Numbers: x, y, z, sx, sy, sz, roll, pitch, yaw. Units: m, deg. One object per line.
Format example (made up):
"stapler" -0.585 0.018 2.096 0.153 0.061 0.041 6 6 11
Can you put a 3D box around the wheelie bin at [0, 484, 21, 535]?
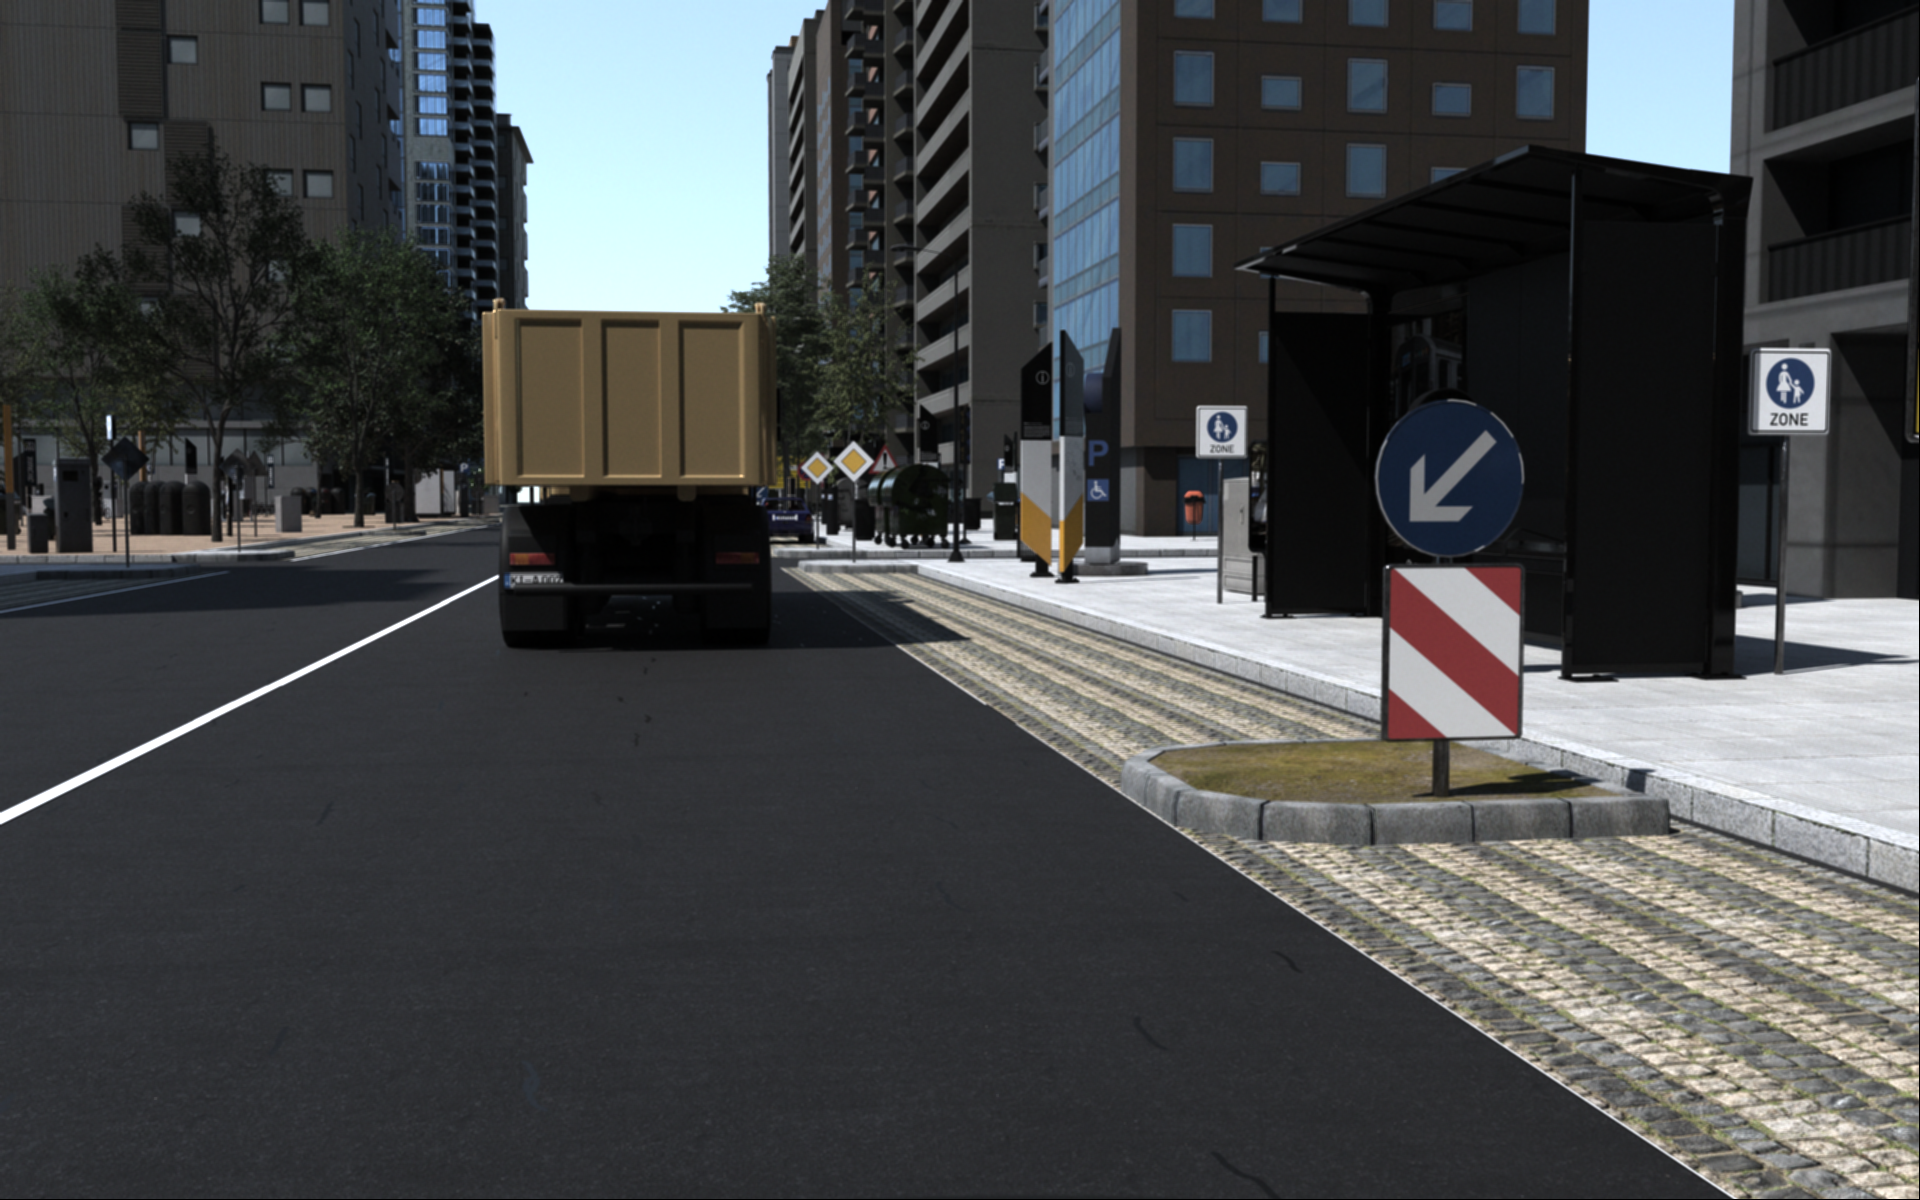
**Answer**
"wheelie bin" -30.059 -2.852 54.546 0.693 1.594 0.980 0 4 -5

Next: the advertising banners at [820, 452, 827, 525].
"advertising banners" -5.441 -4.646 72.146 0.090 3.025 2.074 -2 4 -28

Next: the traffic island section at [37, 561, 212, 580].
"traffic island section" -14.576 -0.490 30.295 2.009 0.180 2.903 -1 4 -10

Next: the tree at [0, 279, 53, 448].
"tree" -32.415 -6.562 57.644 4.737 8.622 4.395 0 3 0

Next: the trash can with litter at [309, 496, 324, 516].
"trash can with litter" -37.418 -5.459 100.634 0.624 1.170 1.055 0 4 1

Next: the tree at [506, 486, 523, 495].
"tree" -34.364 -8.524 133.974 1.663 3.219 1.824 0 3 0

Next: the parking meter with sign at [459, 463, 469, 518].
"parking meter with sign" -27.342 -6.070 95.498 0.543 3.016 1.738 -1 4 -15

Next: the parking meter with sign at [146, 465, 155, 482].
"parking meter with sign" -47.889 -6.496 102.467 0.543 3.016 1.738 -2 4 -26

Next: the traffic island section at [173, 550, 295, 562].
"traffic island section" -15.902 -0.972 38.169 2.009 0.180 2.903 -1 4 -10

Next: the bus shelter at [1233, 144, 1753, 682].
"bus shelter" 4.152 -1.444 14.887 1.731 3.624 6.357 -1 4 -10

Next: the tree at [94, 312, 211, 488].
"tree" -30.972 -7.087 66.240 4.737 8.622 4.395 0 3 0

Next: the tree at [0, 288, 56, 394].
"tree" -29.413 -6.172 51.277 4.360 8.622 3.978 0 3 0

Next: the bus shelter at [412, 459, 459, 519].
"bus shelter" -28.373 -6.065 93.091 2.014 3.302 5.546 -1 4 -10

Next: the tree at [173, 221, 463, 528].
"tree" -22.939 -8.575 65.962 9.928 11.665 9.643 0 3 0

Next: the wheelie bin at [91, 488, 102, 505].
"wheelie bin" -47.634 -5.331 95.072 0.693 1.594 0.980 2 4 26

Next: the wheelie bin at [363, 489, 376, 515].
"wheelie bin" -35.736 -5.916 104.634 0.980 1.594 0.693 1 4 9

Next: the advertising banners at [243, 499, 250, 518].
"advertising banners" -39.137 -6.058 95.228 0.090 3.025 2.074 0 4 -7

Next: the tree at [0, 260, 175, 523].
"tree" -39.260 -9.321 78.153 9.928 11.665 9.643 0 3 0

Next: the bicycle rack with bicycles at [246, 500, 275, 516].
"bicycle rack with bicycles" -41.627 -5.480 102.986 2.852 0.926 2.925 3 5 41

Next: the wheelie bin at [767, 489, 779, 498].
"wheelie bin" -10.129 -5.163 92.324 0.980 1.594 0.693 -3 4 -37

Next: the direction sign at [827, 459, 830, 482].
"direction sign" -8.171 -7.357 112.287 0.876 3.537 0.379 0 4 -1

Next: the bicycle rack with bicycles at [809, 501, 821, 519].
"bicycle rack with bicycles" -7.028 -5.354 100.919 2.925 0.926 2.852 -1 4 -11

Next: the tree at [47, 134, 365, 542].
"tree" -19.923 -6.816 45.856 8.767 10.594 7.601 -1 4 -10

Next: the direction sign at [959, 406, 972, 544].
"direction sign" 0.121 -3.229 44.799 0.379 3.537 0.876 1 4 18

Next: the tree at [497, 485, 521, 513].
"tree" -31.273 -10.236 117.728 4.737 8.622 4.395 0 3 0

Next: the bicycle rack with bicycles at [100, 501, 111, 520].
"bicycle rack with bicycles" -43.611 -4.413 85.530 2.852 0.926 2.925 -3 5 -44

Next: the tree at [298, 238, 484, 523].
"tree" -24.831 -9.852 78.086 9.611 12.733 9.660 0 3 0

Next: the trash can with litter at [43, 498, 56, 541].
"trash can with litter" -24.842 -2.226 47.790 1.055 1.170 0.624 3 5 42

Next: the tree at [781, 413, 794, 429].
"tree" -16.671 -13.563 132.122 12.009 13.543 11.850 0 3 0

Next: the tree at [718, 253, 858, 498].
"tree" -8.381 -10.007 81.746 7.486 12.596 7.792 0 3 0

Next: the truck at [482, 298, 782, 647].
"truck" -3.615 -1.474 20.023 3.469 3.379 9.791 -1 4 -9

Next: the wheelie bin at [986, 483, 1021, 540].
"wheelie bin" 1.210 -2.461 48.142 0.980 1.594 0.693 0 4 -6

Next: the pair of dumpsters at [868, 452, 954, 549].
"pair of dumpsters" -1.206 -2.418 42.020 1.574 2.255 4.437 -1 4 -10

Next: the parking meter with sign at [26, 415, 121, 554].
"parking meter with sign" -19.386 -2.540 37.791 1.738 3.016 0.543 -3 4 -37

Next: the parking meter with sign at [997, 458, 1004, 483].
"parking meter with sign" 2.258 -5.455 85.452 0.543 3.016 1.738 1 4 12

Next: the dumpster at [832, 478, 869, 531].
"dumpster" -3.816 -3.338 60.333 1.264 1.857 1.865 -1 4 -10

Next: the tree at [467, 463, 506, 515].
"tree" -29.657 -6.907 107.535 1.663 3.219 1.824 0 3 0

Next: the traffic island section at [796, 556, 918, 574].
"traffic island section" -1.961 -0.619 32.407 2.009 0.180 2.903 -1 4 -10

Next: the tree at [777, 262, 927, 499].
"tree" -3.251 -6.444 55.714 4.737 8.622 4.395 0 3 0

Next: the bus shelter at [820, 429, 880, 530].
"bus shelter" -4.162 -4.549 65.656 1.731 3.624 6.357 -1 4 -10

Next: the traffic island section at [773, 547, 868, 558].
"traffic island section" -3.287 -1.101 40.282 2.009 0.180 2.903 -1 4 -10
